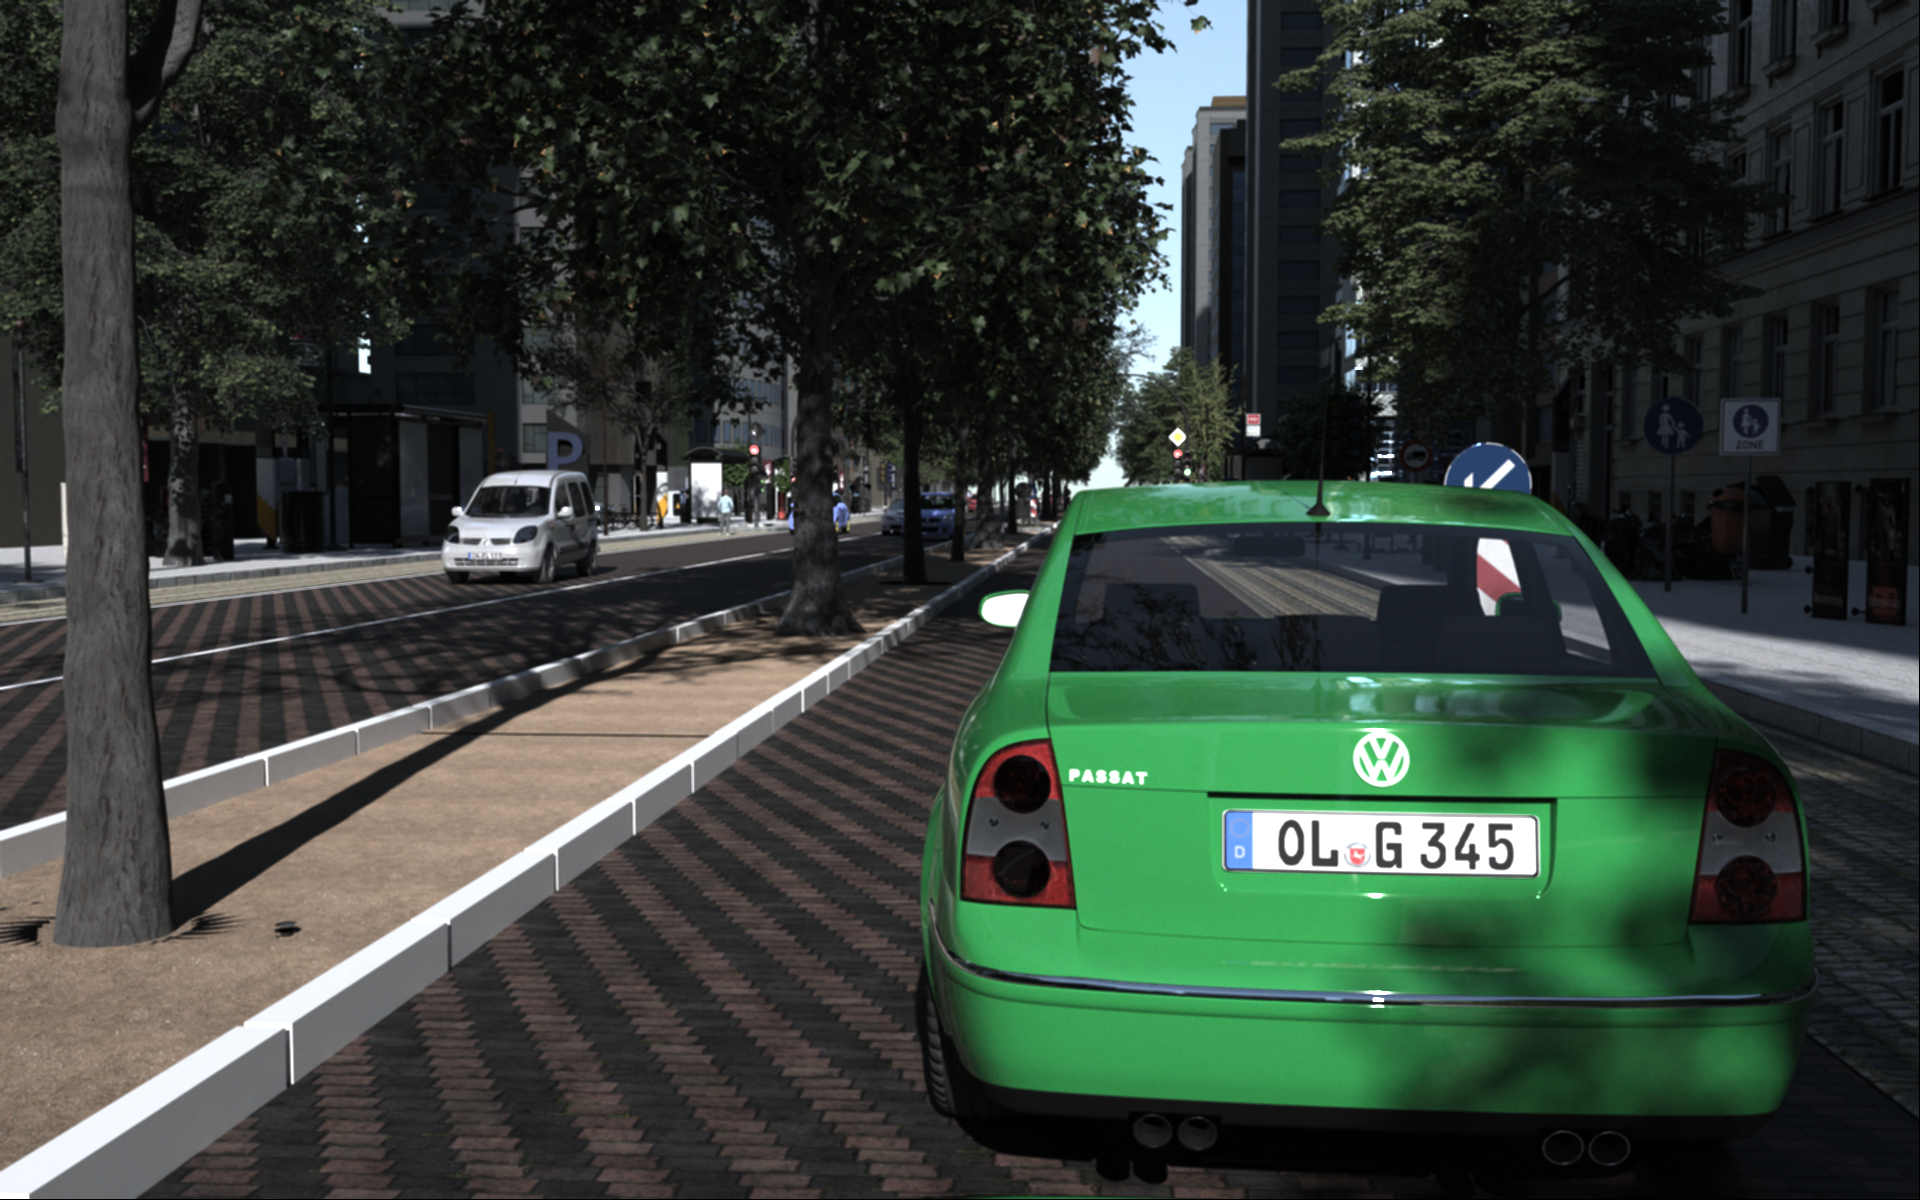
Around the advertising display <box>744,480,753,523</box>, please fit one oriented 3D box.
[{"bbox_3d":[-9.526,-4.466,78.235,0.123,1.923,0.974,1,4,9],"label":"advertising display"}]

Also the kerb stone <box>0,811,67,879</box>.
[{"bbox_3d":[-3.568,0.935,6.903,0.120,0.150,1.000,0,4,5],"label":"kerb stone"}]

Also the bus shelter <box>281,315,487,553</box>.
[{"bbox_3d":[-13.770,-3.911,41.582,2.179,5.291,8.768,0,4,5],"label":"bus shelter"}]

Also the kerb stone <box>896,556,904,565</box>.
[{"bbox_3d":[-1.288,-0.754,34.520,0.120,0.150,1.000,0,4,5],"label":"kerb stone"}]

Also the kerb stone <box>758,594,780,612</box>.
[{"bbox_3d":[-2.390,0.061,21.207,0.120,0.150,1.000,0,4,5],"label":"kerb stone"}]

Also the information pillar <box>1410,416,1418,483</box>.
[{"bbox_3d":[11.901,-3.308,45.439,0.183,3.616,0.504,2,4,28],"label":"information pillar"}]

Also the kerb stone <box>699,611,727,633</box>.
[{"bbox_3d":[-2.637,0.248,18.139,0.120,0.150,1.000,0,4,5],"label":"kerb stone"}]

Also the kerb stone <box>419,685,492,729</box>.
[{"bbox_3d":[-3.221,0.685,10.996,0.120,0.150,1.000,0,4,5],"label":"kerb stone"}]

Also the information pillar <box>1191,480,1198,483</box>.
[{"bbox_3d":[12.004,-5.151,88.703,0.304,2.012,0.304,2,4,29],"label":"information pillar"}]

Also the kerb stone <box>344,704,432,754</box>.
[{"bbox_3d":[-3.308,0.748,9.967,0.120,0.150,1.000,0,4,5],"label":"kerb stone"}]

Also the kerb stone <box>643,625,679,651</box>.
[{"bbox_3d":[-2.812,0.373,16.095,0.120,0.150,1.000,0,4,5],"label":"kerb stone"}]

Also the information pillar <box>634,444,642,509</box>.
[{"bbox_3d":[-14.986,-5.460,80.631,0.183,3.616,0.504,2,4,32],"label":"information pillar"}]

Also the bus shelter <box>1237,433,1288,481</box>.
[{"bbox_3d":[10.729,-4.017,59.596,2.014,3.302,5.546,0,4,5],"label":"bus shelter"}]

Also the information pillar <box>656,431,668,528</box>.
[{"bbox_3d":[-11.123,-4.480,64.596,0.504,3.616,0.183,2,4,32],"label":"information pillar"}]

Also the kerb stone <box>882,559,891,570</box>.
[{"bbox_3d":[-1.458,-0.629,32.472,0.120,0.150,1.000,0,4,5],"label":"kerb stone"}]

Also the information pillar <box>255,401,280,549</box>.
[{"bbox_3d":[-16.119,-2.991,40.257,0.504,3.616,0.183,1,4,17],"label":"information pillar"}]

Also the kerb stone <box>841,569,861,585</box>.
[{"bbox_3d":[-1.795,-0.379,28.386,0.120,0.150,1.000,0,4,5],"label":"kerb stone"}]

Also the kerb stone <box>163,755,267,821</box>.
[{"bbox_3d":[-3.481,0.873,7.921,0.120,0.150,1.000,0,4,5],"label":"kerb stone"}]

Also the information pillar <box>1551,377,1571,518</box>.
[{"bbox_3d":[11.956,-2.637,34.475,0.504,3.616,0.183,-3,4,-39],"label":"information pillar"}]

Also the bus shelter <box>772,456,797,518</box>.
[{"bbox_3d":[-8.923,-6.108,93.782,2.014,3.302,5.546,0,4,5],"label":"bus shelter"}]

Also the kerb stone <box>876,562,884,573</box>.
[{"bbox_3d":[-1.552,-0.566,31.451,0.120,0.150,1.000,0,4,5],"label":"kerb stone"}]

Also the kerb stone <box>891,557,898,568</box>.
[{"bbox_3d":[-1.371,-0.687,33.495,0.120,0.150,1.000,0,4,5],"label":"kerb stone"}]

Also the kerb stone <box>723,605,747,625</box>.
[{"bbox_3d":[-2.548,0.185,19.169,0.120,0.150,1.000,0,4,5],"label":"kerb stone"}]

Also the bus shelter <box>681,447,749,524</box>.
[{"bbox_3d":[-10.776,-5.099,77.285,2.014,3.302,5.546,0,4,5],"label":"bus shelter"}]

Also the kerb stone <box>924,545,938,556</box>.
[{"bbox_3d":[-0.704,-1.191,41.676,0.120,0.150,1.000,0,4,5],"label":"kerb stone"}]

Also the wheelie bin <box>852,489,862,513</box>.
[{"bbox_3d":[-6.898,-6.625,116.227,0.693,1.594,0.980,-1,4,-14],"label":"wheelie bin"}]

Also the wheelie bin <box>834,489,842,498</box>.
[{"bbox_3d":[-8.265,-6.626,116.238,0.693,1.594,0.980,0,4,6],"label":"wheelie bin"}]

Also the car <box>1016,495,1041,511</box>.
[{"bbox_3d":[5.773,-8.357,145.672,2.155,1.783,4.494,0,4,3],"label":"car"}]

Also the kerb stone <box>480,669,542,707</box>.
[{"bbox_3d":[-3.141,0.623,12.015,0.120,0.150,1.000,0,4,5],"label":"kerb stone"}]

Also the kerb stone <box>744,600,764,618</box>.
[{"bbox_3d":[-2.471,0.130,20.189,0.120,0.150,1.000,0,4,5],"label":"kerb stone"}]

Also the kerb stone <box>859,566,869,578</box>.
[{"bbox_3d":[-1.714,-0.441,29.408,0.120,0.150,1.000,0,4,5],"label":"kerb stone"}]

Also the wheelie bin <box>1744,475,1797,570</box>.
[{"bbox_3d":[13.719,-1.320,29.488,0.980,1.594,0.693,-2,4,-30],"label":"wheelie bin"}]

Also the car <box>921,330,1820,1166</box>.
[{"bbox_3d":[0.970,0.216,5.259,1.959,1.807,4.718,0,4,6],"label":"car"}]

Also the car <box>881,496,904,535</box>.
[{"bbox_3d":[-1.659,-3.021,61.757,2.083,1.381,4.827,0,4,5],"label":"car"}]

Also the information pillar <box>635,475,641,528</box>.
[{"bbox_3d":[-12.131,-3.746,65.736,0.304,2.012,0.304,1,4,22],"label":"information pillar"}]

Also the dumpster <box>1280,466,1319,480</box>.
[{"bbox_3d":[10.499,-3.105,53.265,1.502,2.255,1.985,0,4,4],"label":"dumpster"}]

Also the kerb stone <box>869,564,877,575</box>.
[{"bbox_3d":[-1.633,-0.503,30.432,0.120,0.150,1.000,0,4,5],"label":"kerb stone"}]

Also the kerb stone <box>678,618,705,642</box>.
[{"bbox_3d":[-2.720,0.316,17.114,0.120,0.150,1.000,0,4,5],"label":"kerb stone"}]

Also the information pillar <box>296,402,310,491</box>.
[{"bbox_3d":[-15.346,-3.004,40.475,0.183,3.616,0.504,0,4,6],"label":"information pillar"}]

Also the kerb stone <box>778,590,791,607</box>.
[{"bbox_3d":[-2.296,-0.001,22.226,0.120,0.150,1.000,0,4,5],"label":"kerb stone"}]

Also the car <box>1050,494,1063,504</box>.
[{"bbox_3d":[11.582,-12.347,210.919,2.155,1.783,4.494,0,4,3],"label":"car"}]

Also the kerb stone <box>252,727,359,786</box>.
[{"bbox_3d":[-3.392,0.811,8.941,0.120,0.150,1.000,0,4,5],"label":"kerb stone"}]

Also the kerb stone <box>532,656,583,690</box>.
[{"bbox_3d":[-3.063,0.560,13.037,0.120,0.150,1.000,0,4,5],"label":"kerb stone"}]

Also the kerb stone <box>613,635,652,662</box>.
[{"bbox_3d":[-2.893,0.441,15.075,0.120,0.150,1.000,0,4,5],"label":"kerb stone"}]

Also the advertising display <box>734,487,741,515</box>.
[{"bbox_3d":[-13.554,-6.131,105.454,0.123,1.923,0.974,1,4,12],"label":"advertising display"}]

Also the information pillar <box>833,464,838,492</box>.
[{"bbox_3d":[-9.735,-8.766,134.675,0.504,3.616,0.183,0,4,-7],"label":"information pillar"}]

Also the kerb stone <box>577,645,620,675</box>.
[{"bbox_3d":[-2.975,0.504,14.056,0.120,0.150,1.000,0,4,5],"label":"kerb stone"}]

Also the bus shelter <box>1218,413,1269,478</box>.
[{"bbox_3d":[13.675,-6.500,83.913,2.179,5.291,8.768,0,4,5],"label":"bus shelter"}]
